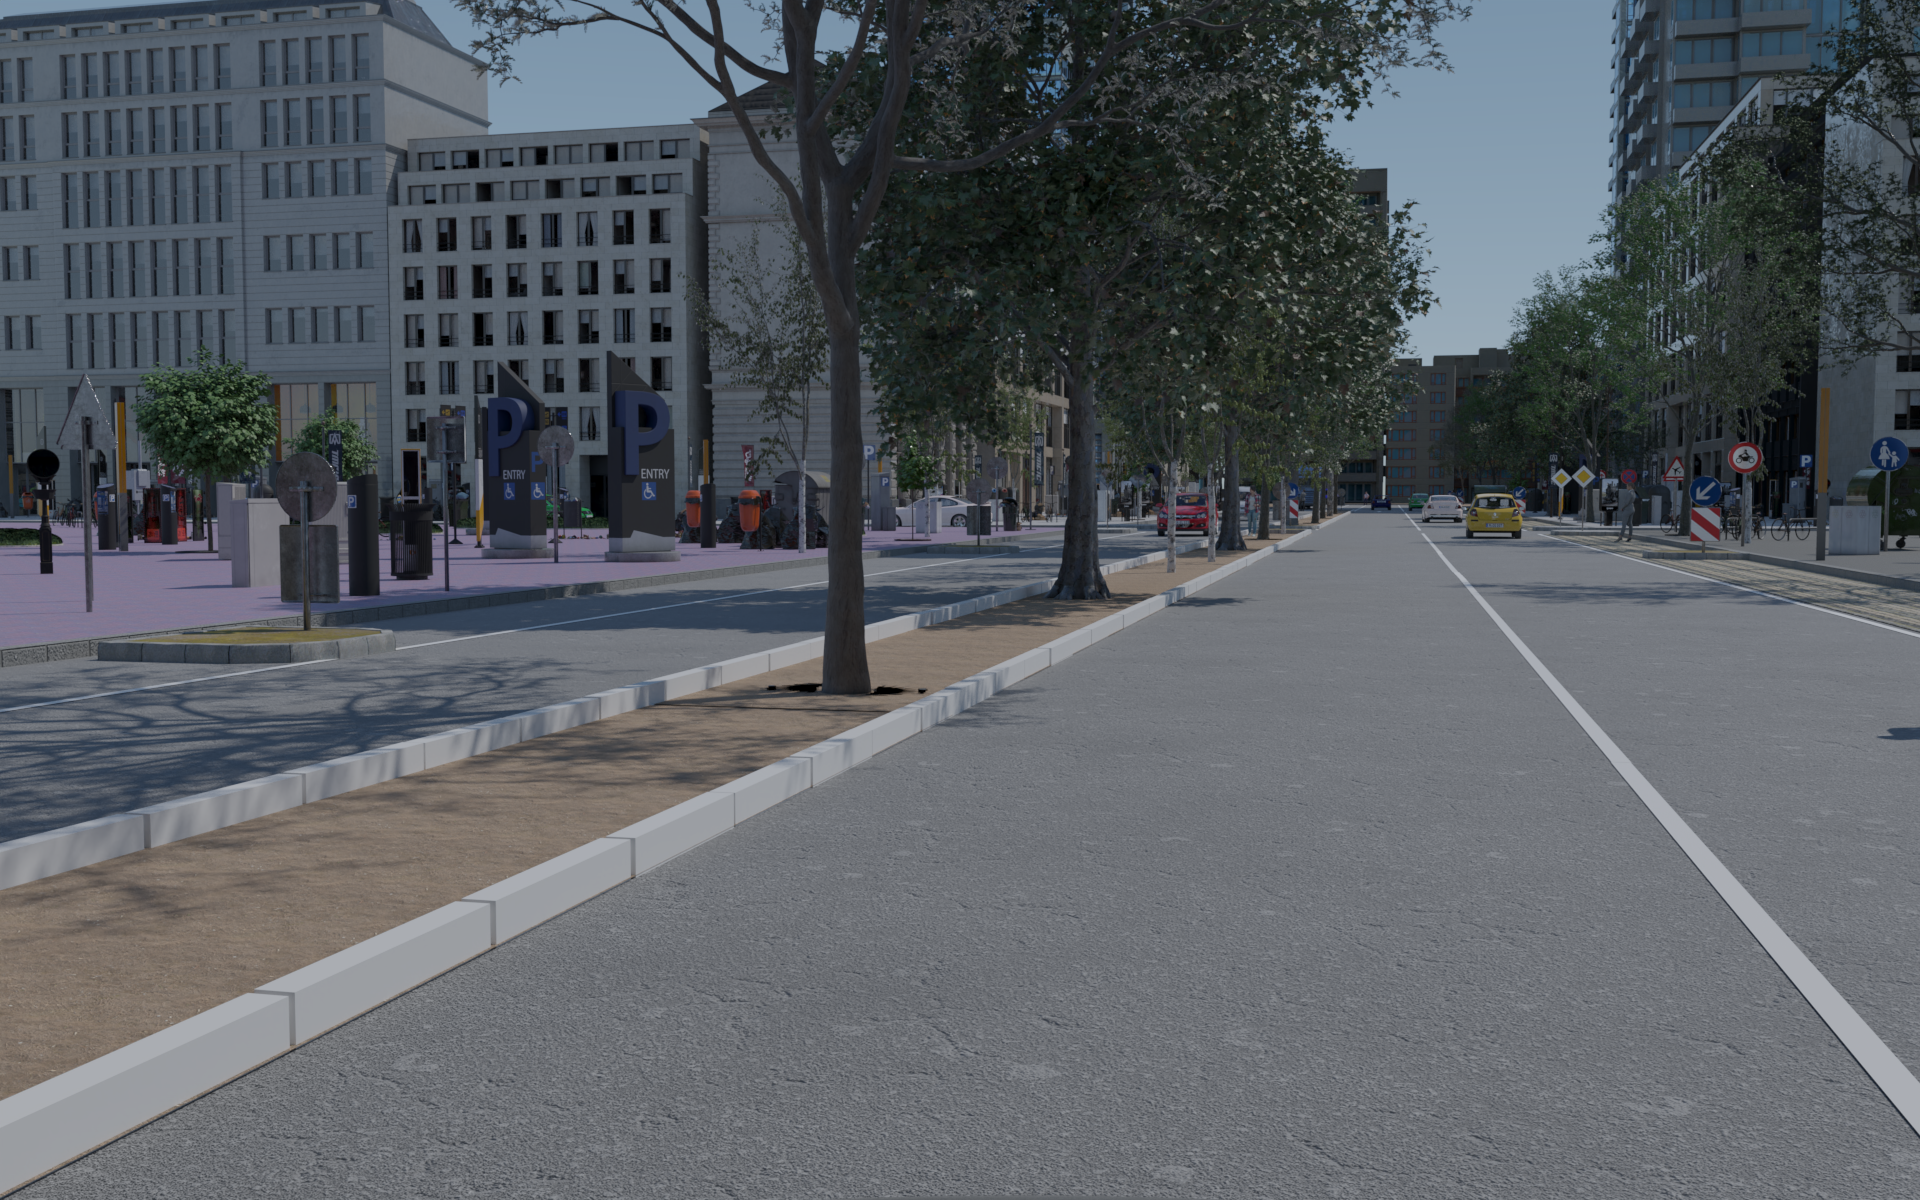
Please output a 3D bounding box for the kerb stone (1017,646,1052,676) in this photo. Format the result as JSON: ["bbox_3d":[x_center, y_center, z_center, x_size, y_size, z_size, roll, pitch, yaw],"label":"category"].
[{"bbox_3d":[0.564,0.508,13.928,0.120,0.150,1.000,1,4,14],"label":"kerb stone"}]

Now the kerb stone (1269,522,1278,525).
[{"bbox_3d":[13.691,-3.265,75.654,0.120,0.150,1.000,1,4,14],"label":"kerb stone"}]

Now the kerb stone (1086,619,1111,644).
[{"bbox_3d":[1.311,0.324,16.919,0.120,0.150,1.000,1,4,14],"label":"kerb stone"}]

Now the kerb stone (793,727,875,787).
[{"bbox_3d":[-0.656,0.810,8.951,0.120,0.150,1.000,1,4,14],"label":"kerb stone"}]

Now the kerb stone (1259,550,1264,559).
[{"bbox_3d":[6.483,-0.950,37.807,0.120,0.150,1.000,1,4,14],"label":"kerb stone"}]

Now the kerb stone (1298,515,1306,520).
[{"bbox_3d":[19.863,-4.794,100.576,0.120,0.150,1.000,1,4,14],"label":"kerb stone"}]

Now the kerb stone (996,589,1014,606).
[{"bbox_3d":[0.499,-0.011,22.386,0.120,0.150,1.000,1,4,14],"label":"kerb stone"}]

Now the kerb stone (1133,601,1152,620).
[{"bbox_3d":[2.046,0.142,19.901,0.120,0.150,1.000,1,4,14],"label":"kerb stone"}]

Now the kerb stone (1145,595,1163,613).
[{"bbox_3d":[2.293,0.080,20.900,0.120,0.150,1.000,1,4,14],"label":"kerb stone"}]

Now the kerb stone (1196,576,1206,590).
[{"bbox_3d":[3.530,-0.225,25.872,0.120,0.150,1.000,1,4,14],"label":"kerb stone"}]

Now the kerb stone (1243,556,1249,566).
[{"bbox_3d":[5.491,-0.710,33.833,0.120,0.150,1.000,1,4,14],"label":"kerb stone"}]

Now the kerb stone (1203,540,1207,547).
[{"bbox_3d":[6.419,-1.472,46.268,0.120,0.150,1.000,1,4,14],"label":"kerb stone"}]

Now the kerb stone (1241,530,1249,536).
[{"bbox_3d":[10.103,-2.385,61.188,0.120,0.150,1.000,1,4,14],"label":"kerb stone"}]

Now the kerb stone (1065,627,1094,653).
[{"bbox_3d":[1.064,0.385,15.927,0.120,0.150,1.000,1,4,14],"label":"kerb stone"}]

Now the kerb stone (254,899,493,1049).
[{"bbox_3d":[-1.653,1.056,4.967,0.120,0.150,1.000,1,4,14],"label":"kerb stone"}]

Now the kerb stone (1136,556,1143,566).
[{"bbox_3d":[3.456,-0.741,34.338,0.120,0.150,1.000,1,4,14],"label":"kerb stone"}]

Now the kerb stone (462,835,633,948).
[{"bbox_3d":[-1.402,0.993,5.964,0.120,0.150,1.000,1,4,14],"label":"kerb stone"}]

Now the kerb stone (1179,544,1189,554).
[{"bbox_3d":[5.423,-1.229,42.288,0.120,0.150,1.000,1,4,14],"label":"kerb stone"}]

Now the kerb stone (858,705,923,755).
[{"bbox_3d":[-0.416,0.753,9.945,0.120,0.150,1.000,1,4,14],"label":"kerb stone"}]

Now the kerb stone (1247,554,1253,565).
[{"bbox_3d":[5.749,-0.772,34.825,0.120,0.150,1.000,1,4,14],"label":"kerb stone"}]

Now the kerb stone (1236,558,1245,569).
[{"bbox_3d":[5.251,-0.651,32.839,0.120,0.150,1.000,1,4,14],"label":"kerb stone"}]

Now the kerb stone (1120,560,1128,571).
[{"bbox_3d":[2.963,-0.620,32.336,0.120,0.150,1.000,1,4,14],"label":"kerb stone"}]

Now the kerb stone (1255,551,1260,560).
[{"bbox_3d":[6.232,-0.894,36.815,0.120,0.150,1.000,1,4,14],"label":"kerb stone"}]

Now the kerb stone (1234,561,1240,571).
[{"bbox_3d":[5.000,-0.584,31.837,0.120,0.150,1.000,1,4,14],"label":"kerb stone"}]

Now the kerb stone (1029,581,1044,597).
[{"bbox_3d":[0.988,-0.133,24.371,0.120,0.150,1.000,1,4,14],"label":"kerb stone"}]

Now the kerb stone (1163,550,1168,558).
[{"bbox_3d":[4.442,-0.986,38.318,0.120,0.150,1.000,1,4,14],"label":"kerb stone"}]

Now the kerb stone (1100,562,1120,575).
[{"bbox_3d":[2.710,-0.555,31.341,0.120,0.150,1.000,1,4,14],"label":"kerb stone"}]

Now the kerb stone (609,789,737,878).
[{"bbox_3d":[-1.149,0.932,6.961,0.120,0.150,1.000,1,4,14],"label":"kerb stone"}]

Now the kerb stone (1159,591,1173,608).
[{"bbox_3d":[2.536,0.024,21.896,0.120,0.150,1.000,1,4,14],"label":"kerb stone"}]

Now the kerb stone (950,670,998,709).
[{"bbox_3d":[0.077,0.628,11.935,0.120,0.150,1.000,1,4,14],"label":"kerb stone"}]

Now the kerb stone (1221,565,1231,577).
[{"bbox_3d":[4.515,-0.464,29.851,0.120,0.150,1.000,1,4,14],"label":"kerb stone"}]

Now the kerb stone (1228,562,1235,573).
[{"bbox_3d":[4.753,-0.529,30.845,0.120,0.150,1.000,1,4,14],"label":"kerb stone"}]

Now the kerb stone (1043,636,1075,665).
[{"bbox_3d":[0.824,0.445,14.929,0.120,0.150,1.000,1,4,14],"label":"kerb stone"}]

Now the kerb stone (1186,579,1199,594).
[{"bbox_3d":[3.281,-0.164,24.880,0.120,0.150,1.000,1,4,14],"label":"kerb stone"}]

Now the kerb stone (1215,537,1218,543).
[{"bbox_3d":[7.157,-1.655,49.249,0.120,0.150,1.000,1,4,14],"label":"kerb stone"}]

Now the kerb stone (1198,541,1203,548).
[{"bbox_3d":[6.162,-1.411,45.278,0.120,0.150,1.000,1,4,14],"label":"kerb stone"}]

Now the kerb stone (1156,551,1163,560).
[{"bbox_3d":[4.202,-0.925,37.312,0.120,0.150,1.000,1,4,14],"label":"kerb stone"}]

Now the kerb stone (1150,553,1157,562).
[{"bbox_3d":[3.949,-0.861,36.321,0.120,0.150,1.000,1,4,14],"label":"kerb stone"}]

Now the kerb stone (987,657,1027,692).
[{"bbox_3d":[0.321,0.567,12.930,0.120,0.150,1.000,1,4,14],"label":"kerb stone"}]

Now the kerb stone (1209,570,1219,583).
[{"bbox_3d":[4.023,-0.347,27.867,0.120,0.150,1.000,1,4,14],"label":"kerb stone"}]

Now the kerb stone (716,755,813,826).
[{"bbox_3d":[-0.906,0.874,7.956,0.120,0.150,1.000,1,4,14],"label":"kerb stone"}]

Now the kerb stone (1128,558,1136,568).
[{"bbox_3d":[3.211,-0.681,33.327,0.120,0.150,1.000,1,4,14],"label":"kerb stone"}]

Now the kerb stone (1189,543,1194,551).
[{"bbox_3d":[5.678,-1.287,43.280,0.120,0.150,1.000,1,4,14],"label":"kerb stone"}]

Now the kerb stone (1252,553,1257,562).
[{"bbox_3d":[5.992,-0.831,35.821,0.120,0.150,1.000,1,4,14],"label":"kerb stone"}]

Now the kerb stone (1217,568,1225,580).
[{"bbox_3d":[4.267,-0.398,28.860,0.120,0.150,1.000,1,4,14],"label":"kerb stone"}]

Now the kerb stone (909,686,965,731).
[{"bbox_3d":[-0.164,0.692,10.942,0.120,0.150,1.000,1,4,14],"label":"kerb stone"}]

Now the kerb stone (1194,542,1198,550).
[{"bbox_3d":[5.919,-1.351,44.286,0.120,0.150,1.000,1,4,14],"label":"kerb stone"}]

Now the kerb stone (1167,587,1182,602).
[{"bbox_3d":[2.782,-0.043,22.894,0.120,0.150,1.000,1,4,14],"label":"kerb stone"}]

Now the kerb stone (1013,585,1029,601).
[{"bbox_3d":[0.740,-0.072,23.379,0.120,0.150,1.000,1,4,14],"label":"kerb stone"}]

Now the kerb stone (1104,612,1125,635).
[{"bbox_3d":[1.552,0.264,17.918,0.120,0.150,1.000,1,4,14],"label":"kerb stone"}]

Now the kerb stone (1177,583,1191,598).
[{"bbox_3d":[3.033,-0.104,23.889,0.120,0.150,1.000,1,4,14],"label":"kerb stone"}]

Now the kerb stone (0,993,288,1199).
[{"bbox_3d":[-1.900,1.120,3.975,0.120,0.150,1.000,1,4,14],"label":"kerb stone"}]

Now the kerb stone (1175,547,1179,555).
[{"bbox_3d":[4.924,-1.108,40.305,0.120,0.150,1.000,1,4,14],"label":"kerb stone"}]

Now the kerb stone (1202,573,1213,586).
[{"bbox_3d":[3.773,-0.286,26.867,0.120,0.150,1.000,1,4,14],"label":"kerb stone"}]

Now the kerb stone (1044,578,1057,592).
[{"bbox_3d":[1.236,-0.192,25.372,0.120,0.150,1.000,1,4,14],"label":"kerb stone"}]

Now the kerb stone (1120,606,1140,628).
[{"bbox_3d":[1.805,0.201,18.908,0.120,0.150,1.000,1,4,14],"label":"kerb stone"}]

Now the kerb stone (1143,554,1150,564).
[{"bbox_3d":[3.704,-0.803,35.329,0.120,0.150,1.000,1,4,14],"label":"kerb stone"}]
